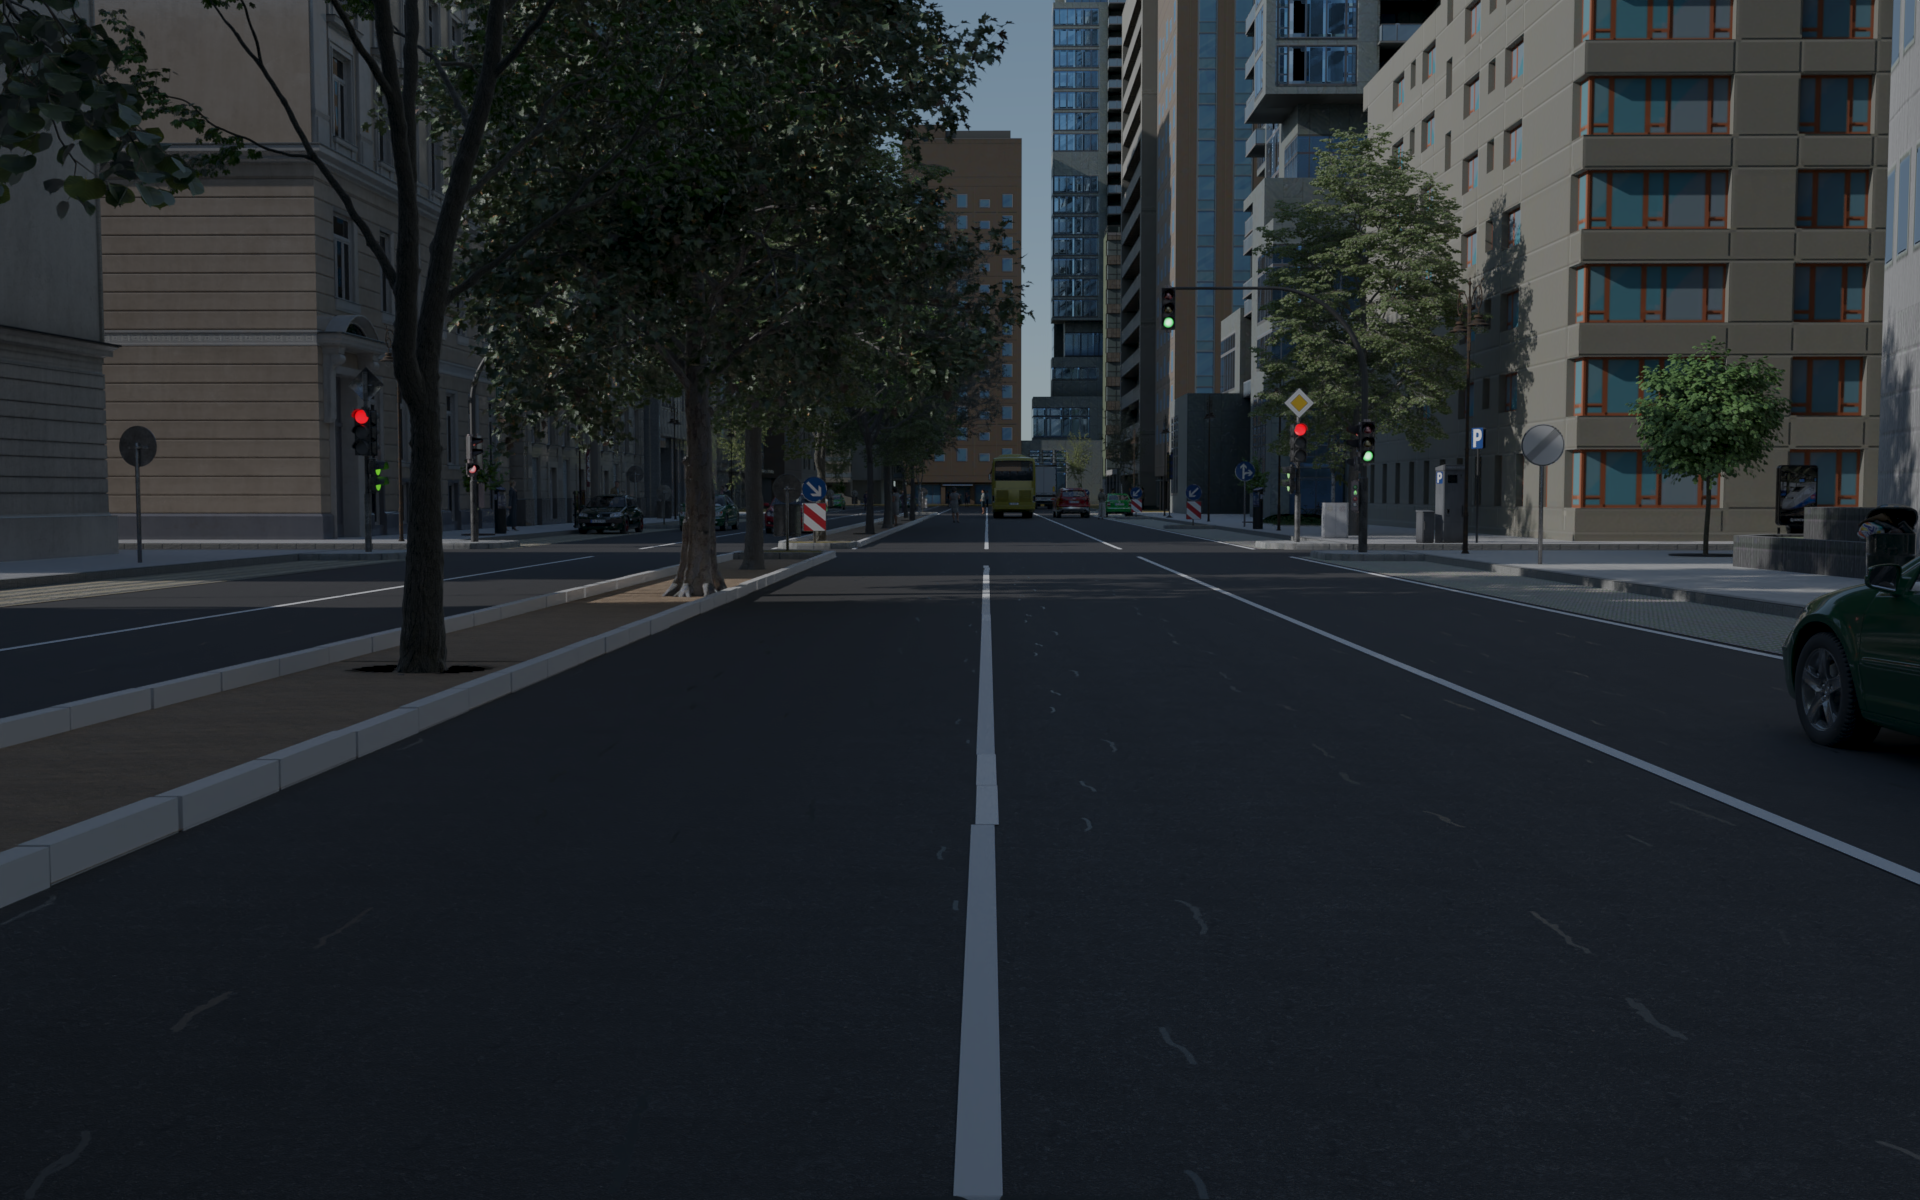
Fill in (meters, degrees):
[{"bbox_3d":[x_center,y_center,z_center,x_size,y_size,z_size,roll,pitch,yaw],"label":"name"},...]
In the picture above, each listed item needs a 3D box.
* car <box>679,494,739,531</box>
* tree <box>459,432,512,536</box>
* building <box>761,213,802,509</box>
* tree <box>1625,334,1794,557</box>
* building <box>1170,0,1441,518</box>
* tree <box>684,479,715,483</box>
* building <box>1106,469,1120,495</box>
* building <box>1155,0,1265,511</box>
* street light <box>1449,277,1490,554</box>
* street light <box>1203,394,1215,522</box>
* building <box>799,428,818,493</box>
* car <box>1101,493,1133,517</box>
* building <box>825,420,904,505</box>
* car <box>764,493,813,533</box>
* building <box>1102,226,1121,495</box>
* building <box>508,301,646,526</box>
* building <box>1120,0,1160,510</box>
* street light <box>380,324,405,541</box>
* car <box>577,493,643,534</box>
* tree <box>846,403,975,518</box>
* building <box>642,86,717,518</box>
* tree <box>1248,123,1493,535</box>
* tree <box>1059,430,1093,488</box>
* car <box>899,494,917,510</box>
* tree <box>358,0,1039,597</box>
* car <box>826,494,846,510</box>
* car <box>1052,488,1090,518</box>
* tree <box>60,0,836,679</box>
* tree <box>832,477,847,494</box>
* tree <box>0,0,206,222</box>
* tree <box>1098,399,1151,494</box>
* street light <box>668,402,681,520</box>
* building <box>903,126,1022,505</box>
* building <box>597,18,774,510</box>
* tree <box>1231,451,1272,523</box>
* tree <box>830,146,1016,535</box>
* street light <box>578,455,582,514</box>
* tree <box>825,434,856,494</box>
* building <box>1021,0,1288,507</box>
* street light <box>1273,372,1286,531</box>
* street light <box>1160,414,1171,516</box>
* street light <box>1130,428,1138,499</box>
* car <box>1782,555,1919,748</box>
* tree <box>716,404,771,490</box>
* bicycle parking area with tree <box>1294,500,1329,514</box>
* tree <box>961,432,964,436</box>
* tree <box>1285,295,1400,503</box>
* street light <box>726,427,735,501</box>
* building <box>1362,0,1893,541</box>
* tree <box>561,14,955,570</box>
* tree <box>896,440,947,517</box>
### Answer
[{"bbox_3d":[-9.917,-3.481,68.712,2.131,1.459,4.920,0,4,2],"label":"car"},{"bbox_3d":[-14.970,-3.601,53.482,1.663,3.219,1.824,0,3,0],"label":"tree"},{"bbox_3d":[-22.266,-31.117,158.881,14.600,45.320,14.200,0,4,1],"label":"building"},{"bbox_3d":[15.399,-3.184,35.776,4.285,4.588,4.351,0,3,0],"label":"tree"},{"bbox_3d":[25.576,-48.342,103.058,22.319,86.520,31.000,0,4,1],"label":"building"},{"bbox_3d":[-14.641,-6.197,95.918,1.663,3.219,1.824,0,3,0],"label":"tree"},{"bbox_3d":[25.385,-44.704,169.156,20.563,71.187,20.611,0,4,1],"label":"building"},{"bbox_3d":[22.445,-29.399,130.785,14.600,45.320,14.200,0,4,1],"label":"building"},{"bbox_3d":[10.876,-3.934,37.107,0.468,5.910,1.993,0,4,1],"label":"street light"},{"bbox_3d":[11.579,-6.588,80.494,0.468,5.910,1.993,0,4,1],"label":"street light"},{"bbox_3d":[-30.026,-20.611,182.022,28.899,21.520,27.650,0,4,1],"label":"building"},{"bbox_3d":[9.671,-5.999,106.881,1.959,1.807,4.718,0,4,1],"label":"car"},{"bbox_3d":[-18.672,-32.470,222.773,23.993,40.220,32.217,0,4,1],"label":"building"},{"bbox_3d":[-6.210,-3.394,64.528,2.155,1.783,4.494,0,3,0],"label":"car"},{"bbox_3d":[22.397,-25.448,187.774,14.160,30.474,14.107,0,4,1],"label":"building"},{"bbox_3d":[-22.677,-17.298,80.093,12.463,27.353,25.104,0,4,1],"label":"building"},{"bbox_3d":[25.302,-32.115,148.780,21.300,48.544,21.600,0,4,1],"label":"building"},{"bbox_3d":[-15.158,-4.528,46.828,0.468,5.910,1.993,0,4,1],"label":"street light"},{"bbox_3d":[-12.668,-3.246,62.863,2.009,1.686,4.222,0,4,1],"label":"car"},{"bbox_3d":[-3.196,-10.190,103.469,8.767,10.594,7.601,0,4,1],"label":"tree"},{"bbox_3d":[-22.036,-17.408,102.639,12.078,24.808,19.932,0,4,1],"label":"building"},{"bbox_3d":[12.638,-8.285,53.591,7.486,12.596,7.792,0,3,0],"label":"tree"},{"bbox_3d":[13.470,-15.169,198.377,4.737,8.622,4.395,0,3,0],"label":"tree"},{"bbox_3d":[-4.823,-8.702,154.068,2.131,1.459,4.920,0,3,0],"label":"car"},{"bbox_3d":[-3.669,-6.401,24.115,9.611,12.733,9.660,0,3,0],"label":"tree"},{"bbox_3d":[-11.197,-8.865,153.742,1.959,1.807,4.718,0,4,2],"label":"car"},{"bbox_3d":[6.750,-5.905,105.212,2.281,1.827,5.304,0,4,0],"label":"car"},{"bbox_3d":[-4.210,-5.213,13.447,9.928,11.665,9.643,0,3,0],"label":"tree"},{"bbox_3d":[-13.385,-12.269,195.192,1.663,3.219,1.824,0,3,0],"label":"tree"},{"bbox_3d":[-4.381,-5.739,2.944,9.857,13.997,8.962,0,3,0],"label":"tree"},{"bbox_3d":[12.630,-11.246,134.240,4.360,8.622,3.978,0,3,0],"label":"tree"},{"bbox_3d":[-14.338,-6.993,87.116,0.468,5.910,1.993,0,4,1],"label":"street light"},{"bbox_3d":[0.330,-34.429,213.032,14.200,45.320,14.600,0,4,1],"label":"building"},{"bbox_3d":[-27.724,-31.618,136.563,23.786,49.044,30.456,0,4,1],"label":"building"},{"bbox_3d":[13.186,-5.058,77.293,1.663,3.219,1.824,0,3,0],"label":"tree"},{"bbox_3d":[-3.151,-9.039,60.618,12.009,13.543,11.850,0,3,0],"label":"tree"},{"bbox_3d":[-14.756,-5.774,67.191,0.468,5.910,1.993,0,4,1],"label":"street light"},{"bbox_3d":[-13.869,-15.206,198.986,4.737,8.622,4.395,0,3,0],"label":"tree"},{"bbox_3d":[22.999,-55.253,216.061,31.000,86.520,22.319,0,4,1],"label":"building"},{"bbox_3d":[11.195,-5.374,60.649,0.468,5.910,1.993,0,4,1],"label":"street light"},{"bbox_3d":[11.879,-7.801,100.341,0.468,5.910,1.993,0,4,1],"label":"street light"},{"bbox_3d":[12.150,-9.051,120.769,0.468,5.910,1.993,0,4,1],"label":"street light"},{"bbox_3d":[5.774,0.208,8.405,2.131,1.459,4.920,0,4,1],"label":"car"},{"bbox_3d":[-14.365,-10.149,116.300,4.737,8.622,4.395,0,3,0],"label":"tree"},{"bbox_3d":[19.871,-5.775,81.430,9.016,4.147,8.231,3,4,38],"label":"bicycle parking area with tree"},{"bbox_3d":[-3.086,-9.240,71.658,7.486,12.596,7.792,0,3,0],"label":"tree"},{"bbox_3d":[13.809,-6.878,62.819,4.737,8.622,4.395,0,3,0],"label":"tree"},{"bbox_3d":[-14.144,-8.222,107.217,0.468,5.910,1.993,0,4,1],"label":"street light"},{"bbox_3d":[31.375,-13.148,60.013,28.899,21.520,27.650,0,4,1],"label":"building"},{"bbox_3d":[-3.995,-6.861,32.758,7.486,12.596,7.792,0,3,0],"label":"tree"},{"bbox_3d":[-2.583,-9.588,109.589,4.360,8.622,3.978,0,3,0],"label":"tree"}]
